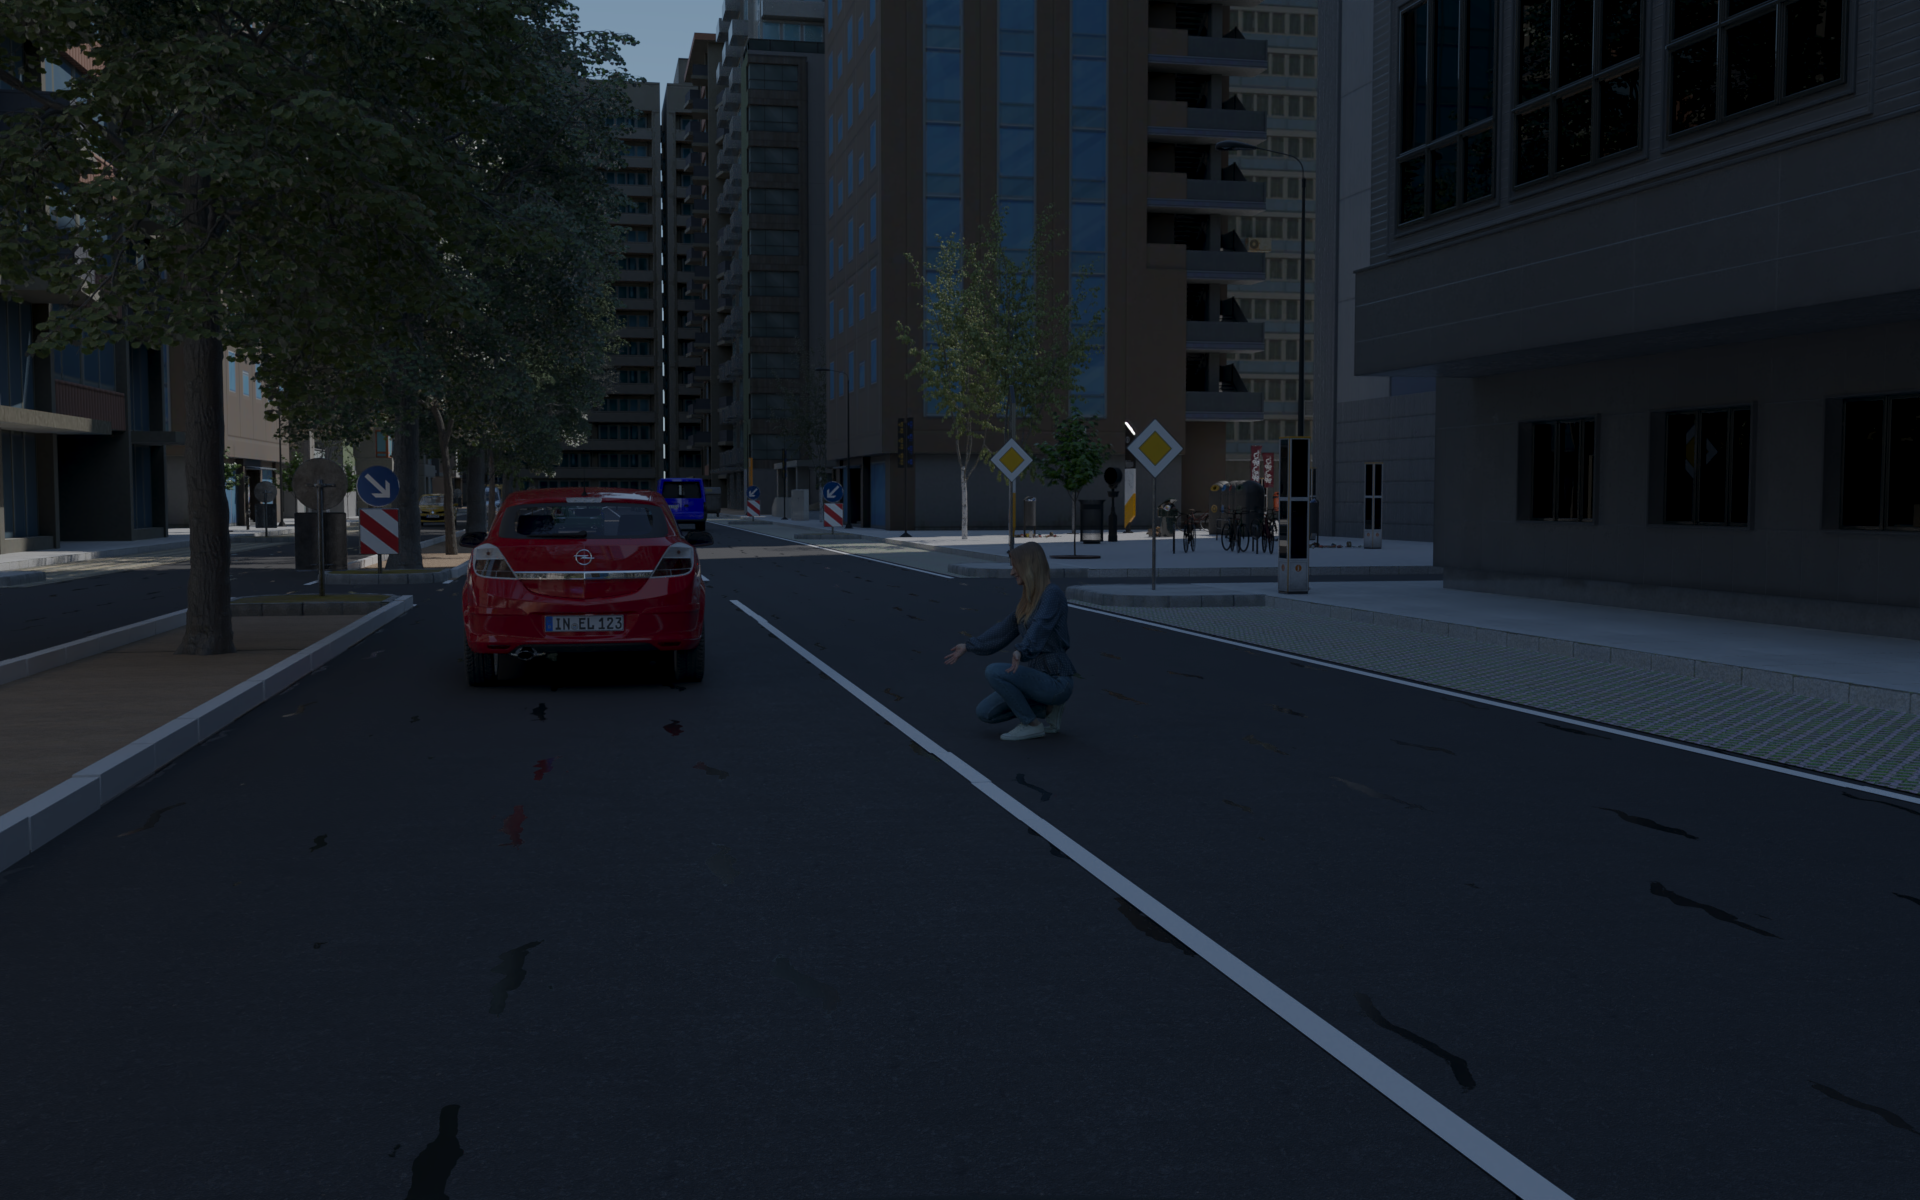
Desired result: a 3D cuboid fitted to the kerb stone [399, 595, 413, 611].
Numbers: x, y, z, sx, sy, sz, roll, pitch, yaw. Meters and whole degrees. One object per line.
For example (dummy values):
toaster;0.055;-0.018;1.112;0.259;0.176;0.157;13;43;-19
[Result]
kerb stone;-6.885;0.046;21.445;0.120;0.150;1.000;-1;4;-12

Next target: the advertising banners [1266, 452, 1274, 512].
advertising banners;13.717;-4.690;72.871;2.074;3.025;0.090;0;4;3

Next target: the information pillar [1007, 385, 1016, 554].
information pillar;1.122;-2.800;37.139;0.183;3.616;0.504;0;4;-5

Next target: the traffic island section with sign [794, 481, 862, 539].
traffic island section with sign;-4.263;-2.853;55.267;1.989;1.847;2.006;-1;4;-12

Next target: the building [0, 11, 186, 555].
building;-31.146;-23.563;39.885;22.147;44.769;28.867;-1;4;-12

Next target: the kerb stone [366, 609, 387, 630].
kerb stone;-6.249;0.230;18.438;0.120;0.150;1.000;-1;4;-12

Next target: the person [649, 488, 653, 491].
person;-16.020;-4.933;89.998;0.563;1.720;0.643;-2;4;-31

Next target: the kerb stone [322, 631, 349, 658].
kerb stone;-5.599;0.414;15.429;0.120;0.150;1.000;-1;4;-12

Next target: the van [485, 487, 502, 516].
van;-26.097;-5.413;95.507;2.013;2.044;4.112;-1;4;-14

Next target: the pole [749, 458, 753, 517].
pole;-11.788;-6.342;97.538;0.158;3.312;0.155;0;3;0

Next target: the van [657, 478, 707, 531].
van;-11.128;-3.935;68.715;2.240;2.365;5.245;-1;4;-11

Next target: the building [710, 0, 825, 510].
building;-7.523;-31.687;137.696;23.786;49.044;30.456;-1;4;-12

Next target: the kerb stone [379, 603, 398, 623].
kerb stone;-6.458;0.173;19.439;0.120;0.150;1.000;-1;4;-12

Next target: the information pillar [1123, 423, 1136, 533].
information pillar;5.564;-3.996;56.690;0.183;3.616;0.504;-2;4;-32

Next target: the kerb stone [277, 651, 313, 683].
kerb stone;-5.172;0.538;13.416;0.120;0.150;1.000;-1;4;-12

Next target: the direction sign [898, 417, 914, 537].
direction sign;-1.612;-3.637;51.464;0.379;3.537;0.876;-2;4;-32

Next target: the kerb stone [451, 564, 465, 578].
kerb stone;-8.721;-0.476;29.986;0.120;0.150;1.000;-1;4;-12

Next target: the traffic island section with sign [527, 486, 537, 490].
traffic island section with sign;-25.193;-5.734;101.891;2.006;1.907;1.989;-1;4;-12

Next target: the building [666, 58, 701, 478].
building;-23.175;-35.145;198.320;21.600;48.544;21.300;-1;4;-12

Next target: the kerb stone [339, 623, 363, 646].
kerb stone;-5.818;0.356;16.433;0.120;0.150;1.000;-1;4;-12

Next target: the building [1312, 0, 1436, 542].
building;26.420;-30.845;46.323;28.212;58.520;21.231;-1;4;-12

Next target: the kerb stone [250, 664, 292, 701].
kerb stone;-4.956;0.598;12.417;0.120;0.150;1.000;-1;4;-12

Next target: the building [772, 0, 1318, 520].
building;6.325;-24.684;95.469;32.217;40.220;23.993;-1;4;-12

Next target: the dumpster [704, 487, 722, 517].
dumpster;-15.695;-6.044;107.037;1.865;1.857;1.264;-1;4;-13

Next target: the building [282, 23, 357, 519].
building;-40.327;-24.904;90.779;14.154;41.232;14.086;-1;4;-12

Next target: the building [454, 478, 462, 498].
building;-67.882;-30.697;193.774;23.993;40.220;32.217;-1;4;-12

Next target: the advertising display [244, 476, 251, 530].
advertising display;-25.589;-3.486;62.206;0.123;1.923;0.974;-1;4;-19

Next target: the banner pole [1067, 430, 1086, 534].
banner pole;3.787;-4.013;55.623;0.401;3.779;0.863;3;5;44

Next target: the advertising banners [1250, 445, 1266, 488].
advertising banners;9.974;-4.016;61.856;2.074;3.025;0.090;-2;4;-30

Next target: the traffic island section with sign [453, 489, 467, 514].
traffic island section with sign;-36.992;-7.283;127.709;1.989;1.847;2.006;-1;4;-12

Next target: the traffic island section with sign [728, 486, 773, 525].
traffic island section with sign;-9.920;-4.465;81.624;1.989;1.847;2.006;-1;4;-12

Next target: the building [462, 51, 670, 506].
building;-44.416;-34.864;193.721;21.600;48.544;21.300;-1;4;-12

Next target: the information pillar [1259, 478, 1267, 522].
information pillar;13.895;-4.587;79.496;0.304;2.012;0.304;-1;4;-21

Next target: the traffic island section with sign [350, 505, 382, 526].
traffic island section with sign;-26.364;-4.251;78.139;1.989;1.847;2.006;-1;4;-12

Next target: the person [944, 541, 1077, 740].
person;0.338;0.236;10.138;0.738;1.151;1.012;0;4;-8

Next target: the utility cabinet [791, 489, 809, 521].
utility cabinet;-7.678;-4.547;83.029;0.318;1.500;1.173;-2;4;-35

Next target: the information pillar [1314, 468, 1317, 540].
information pillar;9.689;-2.665;48.064;0.304;2.012;0.304;2;4;35

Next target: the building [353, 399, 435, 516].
building;-49.682;-16.318;111.839;27.650;21.520;28.899;-1;4;-12

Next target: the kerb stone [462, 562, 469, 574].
kerb stone;-8.928;-0.538;30.990;0.120;0.150;1.000;-1;4;-12

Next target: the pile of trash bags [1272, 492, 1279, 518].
pile of trash bags;13.951;-4.508;83.457;3.447;1.369;1.912;0;4;-1

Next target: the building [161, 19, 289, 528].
building;-35.715;-25.622;69.038;14.600;45.320;14.200;-1;4;-12

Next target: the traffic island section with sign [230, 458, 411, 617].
traffic island section with sign;-7.910;-0.797;21.168;2.006;1.907;1.989;-1;4;-12

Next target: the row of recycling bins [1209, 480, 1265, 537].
row of recycling bins;8.552;-2.834;53.453;1.069;1.692;3.534;-1;4;-8

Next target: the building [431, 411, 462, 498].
building;-55.351;-29.531;166.426;14.086;41.232;14.154;-1;4;-12

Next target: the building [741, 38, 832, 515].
building;-7.581;-21.000;115.049;14.160;30.474;14.107;-1;4;-12

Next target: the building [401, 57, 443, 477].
building;-56.263;-33.579;138.261;28.713;52.752;27.495;-1;4;-12

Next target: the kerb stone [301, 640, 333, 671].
kerb stone;-5.385;0.475;14.426;0.120;0.150;1.000;-1;4;-12

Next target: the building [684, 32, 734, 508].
building;-14.921;-31.309;166.523;22.147;44.769;28.867;-1;4;-12

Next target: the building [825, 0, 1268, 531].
building;2.572;-25.489;66.856;14.600;45.320;14.200;-1;4;-12

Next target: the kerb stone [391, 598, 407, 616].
kerb stone;-6.675;0.116;20.442;0.120;0.150;1.000;-1;4;-12

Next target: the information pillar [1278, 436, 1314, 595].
information pillar;4.284;-1.084;22.214;0.304;2.012;0.304;-1;4;-15

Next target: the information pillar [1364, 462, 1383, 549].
information pillar;9.644;-2.197;40.415;0.304;2.012;0.304;-2;4;-32

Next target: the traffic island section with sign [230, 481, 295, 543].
traffic island section with sign;-20.674;-2.624;51.530;1.989;1.847;2.006;-1;4;-12

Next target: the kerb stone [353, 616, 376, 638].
kerb stone;-6.033;0.294;17.432;0.120;0.150;1.000;-1;4;-12

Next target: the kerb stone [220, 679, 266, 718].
kerb stone;-4.747;0.663;11.411;0.120;0.150;1.000;-1;4;-12

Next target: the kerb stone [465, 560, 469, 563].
kerb stone;-9.146;-0.596;31.995;0.120;0.150;1.000;-1;4;-12

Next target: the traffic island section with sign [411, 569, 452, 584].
traffic island section with sign;-9.451;-1.240;28.413;2.006;1.907;1.989;-1;4;-12

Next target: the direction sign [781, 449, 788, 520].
direction sign;-8.774;-5.784;86.564;0.379;3.537;0.876;0;4;6

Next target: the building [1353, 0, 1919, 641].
building;14.909;-11.643;9.436;14.314;24.678;30.058;-1;4;-12
